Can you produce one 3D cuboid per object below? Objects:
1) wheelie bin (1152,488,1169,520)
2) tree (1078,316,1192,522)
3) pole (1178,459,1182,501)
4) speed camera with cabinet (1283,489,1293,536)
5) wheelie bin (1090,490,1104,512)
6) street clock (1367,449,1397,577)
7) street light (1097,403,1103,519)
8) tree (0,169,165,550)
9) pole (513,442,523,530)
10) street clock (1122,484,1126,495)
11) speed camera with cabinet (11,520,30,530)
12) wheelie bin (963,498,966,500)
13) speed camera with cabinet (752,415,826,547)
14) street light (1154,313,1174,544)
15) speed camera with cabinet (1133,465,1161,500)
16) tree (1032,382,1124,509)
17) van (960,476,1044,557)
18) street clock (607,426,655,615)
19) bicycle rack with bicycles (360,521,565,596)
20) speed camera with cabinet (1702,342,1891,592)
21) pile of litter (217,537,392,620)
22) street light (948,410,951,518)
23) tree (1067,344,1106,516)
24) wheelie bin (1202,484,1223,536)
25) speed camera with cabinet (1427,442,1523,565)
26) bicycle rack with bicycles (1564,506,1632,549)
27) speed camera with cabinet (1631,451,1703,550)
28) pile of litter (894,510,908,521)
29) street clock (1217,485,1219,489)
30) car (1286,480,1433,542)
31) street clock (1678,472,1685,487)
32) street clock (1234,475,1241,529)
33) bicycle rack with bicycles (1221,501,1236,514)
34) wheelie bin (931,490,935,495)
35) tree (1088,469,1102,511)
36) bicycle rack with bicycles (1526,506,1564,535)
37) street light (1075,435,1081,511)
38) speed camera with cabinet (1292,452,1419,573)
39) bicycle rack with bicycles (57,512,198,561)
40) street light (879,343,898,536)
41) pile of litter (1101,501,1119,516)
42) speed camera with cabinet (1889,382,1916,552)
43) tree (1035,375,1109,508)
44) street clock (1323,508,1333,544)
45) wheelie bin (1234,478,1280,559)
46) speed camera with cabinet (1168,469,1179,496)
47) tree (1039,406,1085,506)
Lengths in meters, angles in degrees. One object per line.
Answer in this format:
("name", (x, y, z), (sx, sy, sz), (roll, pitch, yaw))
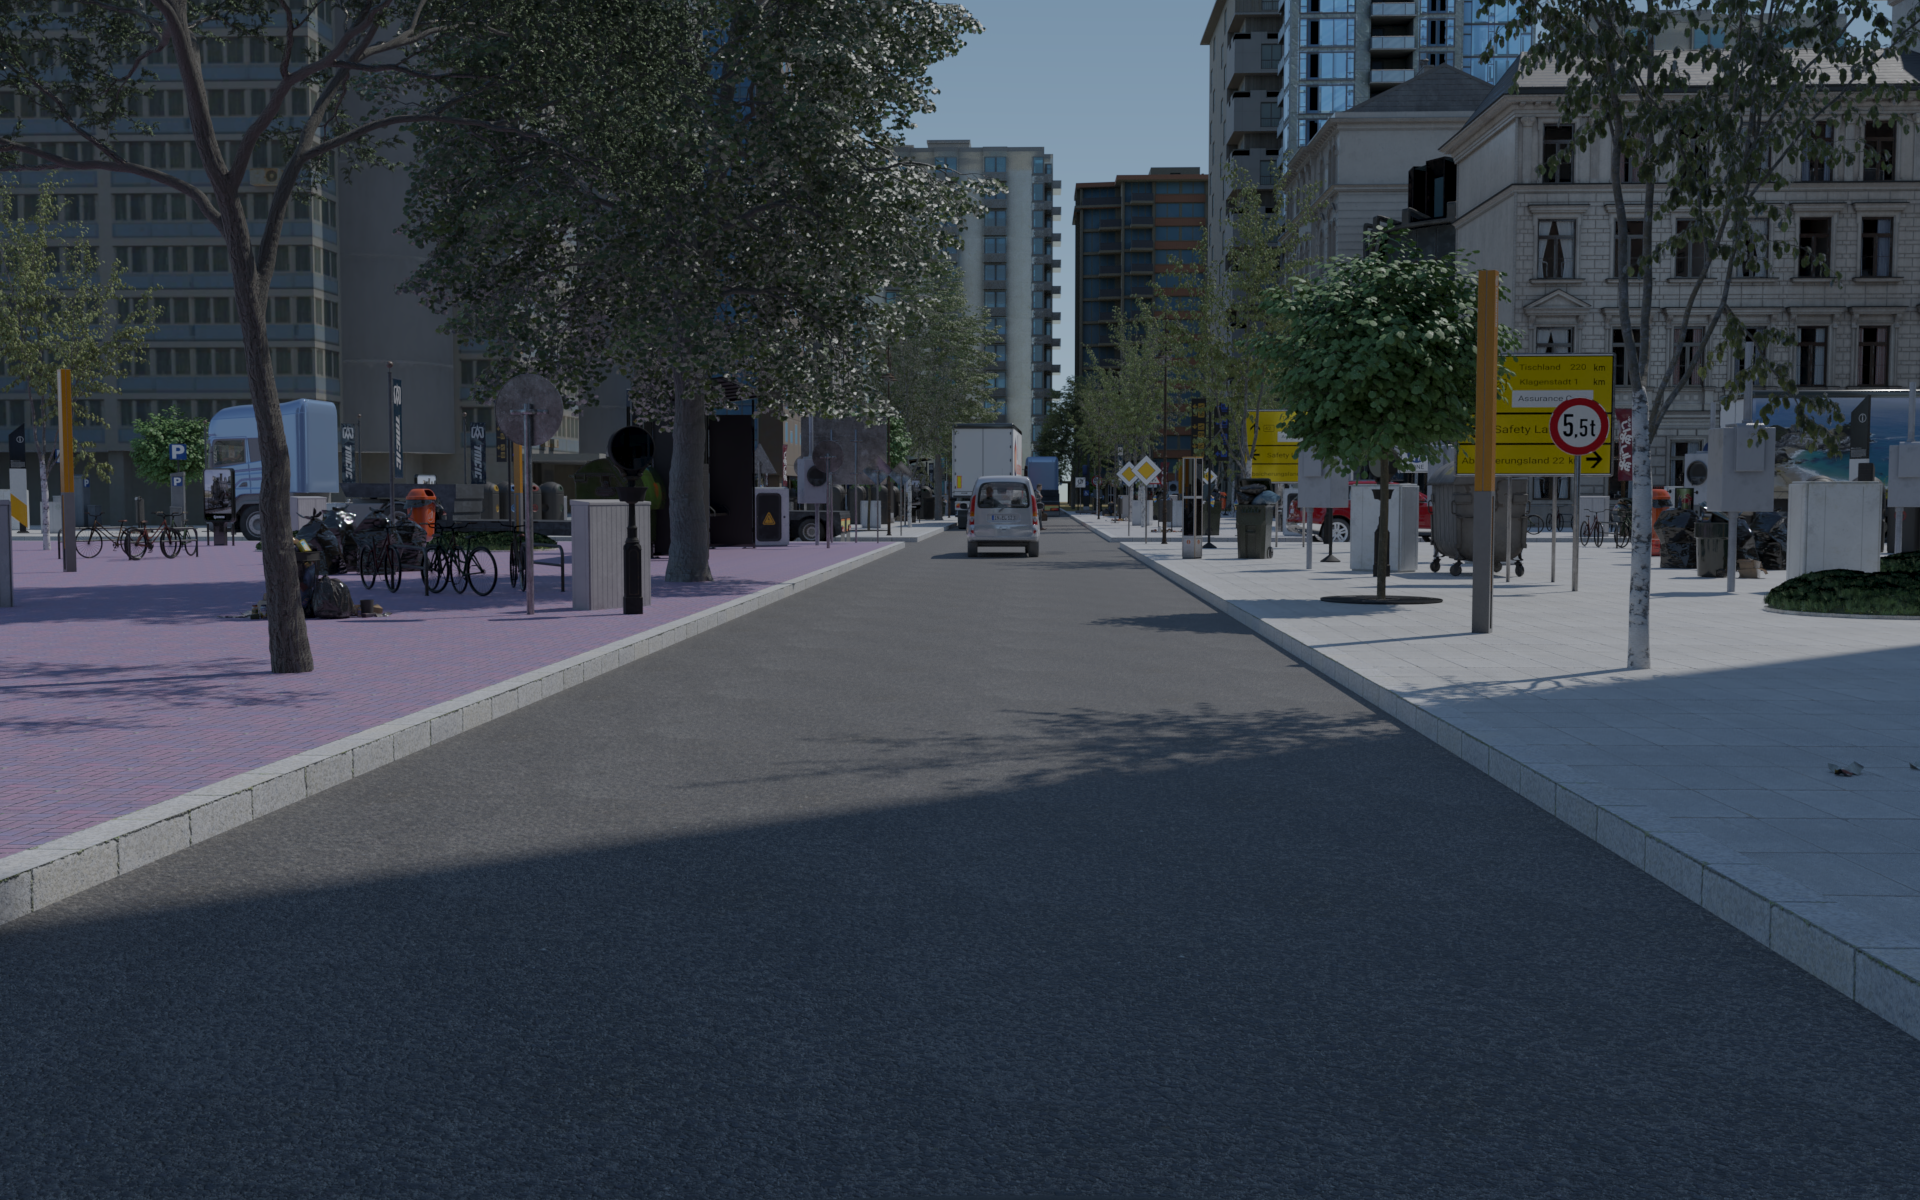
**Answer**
("wheelie bin", (9.896, -4.730, 85.238), (0.693, 1.594, 0.980), (2, 4, 35))
("tree", (7.593, -7.474, 72.562), (4.360, 8.622, 3.978), (0, 3, 0))
("pole", (12.776, -6.521, 100.454), (0.158, 3.312, 0.155), (0, 3, 0))
("speed camera with cabinet", (10.947, -3.585, 52.947), (2.038, 3.252, 0.660), (1, 4, 20))
("wheelie bin", (9.683, -7.007, 122.471), (0.980, 1.594, 0.693), (-1, 4, -9))
("street clock", (6.544, -1.361, 26.829), (0.358, 2.002, 0.471), (-2, 4, -32))
("street light", (7.041, -7.032, 87.759), (0.468, 5.910, 1.993), (0, 4, 2))
("tree", (-20.623, -5.435, 39.222), (4.737, 8.622, 4.395), (0, 3, 0))
("pole", (-10.524, -2.900, 41.255), (0.158, 3.312, 0.155), (0, 3, 0))
("street clock", (10.516, -6.417, 109.481), (0.471, 2.002, 0.358), (-1, 4, -20))
("speed camera with cabinet", (-34.043, -4.083, 61.087), (2.038, 3.252, 0.660), (-1, 4, -22))
("wheelie bin", (0.468, -7.145, 124.736), (0.693, 1.594, 0.980), (0, 4, 5))
("speed camera with cabinet", (-4.255, -2.955, 42.657), (2.038, 3.252, 0.660), (-2, 4, -24))
("street light", (5.242, -4.372, 44.263), (0.468, 5.910, 1.993), (0, 4, 2))
("speed camera with cabinet", (12.581, -7.471, 116.483), (2.038, 3.252, 0.660), (1, 4, 23))
("tree", (9.654, -12.834, 144.249), (8.767, 10.594, 7.601), (-2, 4, -34))
("van", (0.992, -2.064, 40.754), (2.013, 2.044, 4.112), (0, 4, 0))
("street clock", (-3.499, -0.850, 18.475), (0.471, 2.002, 0.358), (-1, 4, -20))
("bicycle rack with bicycles", (-6.453, -0.575, 22.787), (2.852, 0.926, 2.925), (-2, 4, -30))
("speed camera with cabinet", (10.963, -1.739, 22.766), (2.038, 3.252, 0.660), (0, 4, 3))
("pile of litter", (-6.876, -0.257, 18.165), (1.719, 0.858, 1.176), (1, 4, 16))
("street light", (-0.585, -7.342, 92.823), (0.468, 5.910, 1.993), (0, 4, 2))
("tree", (6.810, -7.088, 66.248), (4.737, 8.622, 4.395), (0, 3, 0))
("wheelie bin", (7.725, -2.805, 53.769), (0.693, 1.594, 0.980), (-2, 4, -24))
("speed camera with cabinet", (9.533, -2.307, 32.062), (0.660, 3.252, 2.038), (-2, 4, -24))
("bicycle rack with bicycles", (16.272, -1.710, 41.335), (2.852, 0.926, 2.925), (0, 4, 8))
("speed camera with cabinet", (15.729, -2.665, 37.903), (0.660, 3.252, 2.038), (-2, 4, -28))
("pile of litter", (-2.694, -4.159, 81.964), (1.176, 0.858, 1.719), (1, 4, 18))
("street clock", (18.022, -7.156, 121.575), (0.358, 2.002, 0.471), (0, 4, -2))
("car", (11.660, -2.380, 47.590), (5.304, 1.827, 2.281), (0, 4, 0))
("street clock", (24.108, -3.242, 57.583), (0.471, 2.002, 0.358), (2, 4, 27))
("street clock", (10.336, -3.649, 64.233), (0.358, 2.002, 0.471), (0, 4, 3))
("bicycle rack with bicycles", (17.900, -5.789, 108.031), (2.852, 0.926, 2.925), (-1, 4, -19))
("wheelie bin", (-2.035, -6.849, 119.890), (0.693, 1.594, 0.980), (-1, 4, -12))
("tree", (10.116, -8.402, 131.971), (1.663, 3.219, 1.824), (0, 3, 0))
("bicycle rack with bicycles", (17.396, -2.578, 55.527), (2.852, 0.926, 2.925), (-3, 5, -43))
("street light", (8.672, -9.432, 126.997), (0.468, 5.910, 1.993), (0, 4, 2))
("speed camera with cabinet", (6.674, -2.122, 29.037), (0.660, 3.252, 2.038), (-3, 5, -43))
("bicycle rack with bicycles", (-16.459, -1.308, 34.768), (2.852, 0.926, 2.925), (1, 4, 20))
("street light", (-2.191, -4.925, 53.311), (0.468, 5.910, 1.993), (0, 4, 2))
("pile of litter", (8.938, -5.285, 100.367), (1.719, 0.858, 1.176), (-1, 4, -13))
("speed camera with cabinet", (17.505, -2.211, 30.481), (2.038, 3.252, 0.660), (2, 4, 29))
("tree", (11.104, -15.080, 164.680), (7.486, 12.596, 7.792), (0, 3, 0))
("street clock", (9.443, -2.435, 44.380), (0.471, 2.002, 0.358), (2, 4, 31))
("wheelie bin", (5.873, -1.620, 34.393), (0.980, 1.594, 0.693), (2, 4, 25))
("speed camera with cabinet", (14.392, -7.770, 121.370), (2.038, 3.252, 0.660), (2, 4, 28))
("tree", (11.994, -15.844, 184.807), (9.928, 11.665, 9.643), (0, 3, 0))
